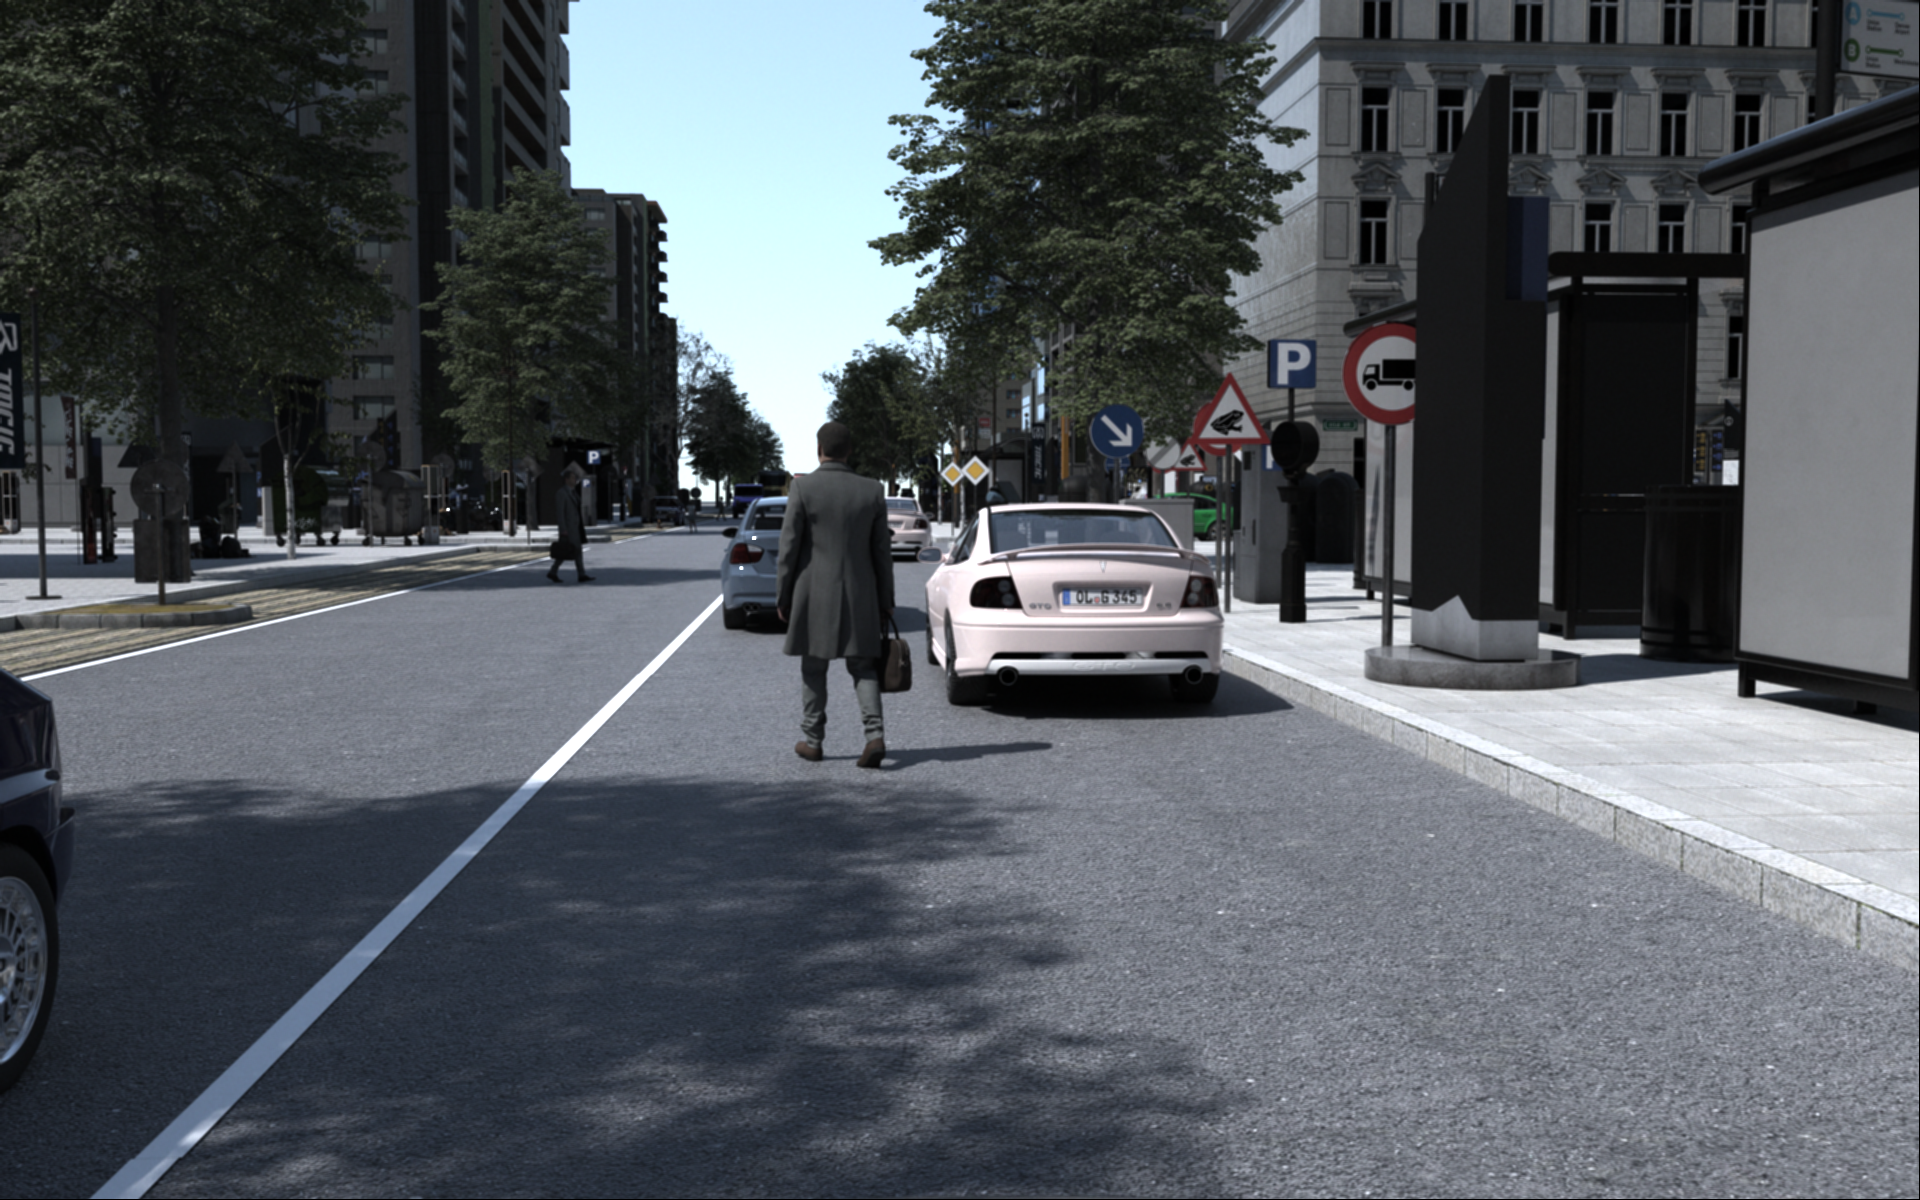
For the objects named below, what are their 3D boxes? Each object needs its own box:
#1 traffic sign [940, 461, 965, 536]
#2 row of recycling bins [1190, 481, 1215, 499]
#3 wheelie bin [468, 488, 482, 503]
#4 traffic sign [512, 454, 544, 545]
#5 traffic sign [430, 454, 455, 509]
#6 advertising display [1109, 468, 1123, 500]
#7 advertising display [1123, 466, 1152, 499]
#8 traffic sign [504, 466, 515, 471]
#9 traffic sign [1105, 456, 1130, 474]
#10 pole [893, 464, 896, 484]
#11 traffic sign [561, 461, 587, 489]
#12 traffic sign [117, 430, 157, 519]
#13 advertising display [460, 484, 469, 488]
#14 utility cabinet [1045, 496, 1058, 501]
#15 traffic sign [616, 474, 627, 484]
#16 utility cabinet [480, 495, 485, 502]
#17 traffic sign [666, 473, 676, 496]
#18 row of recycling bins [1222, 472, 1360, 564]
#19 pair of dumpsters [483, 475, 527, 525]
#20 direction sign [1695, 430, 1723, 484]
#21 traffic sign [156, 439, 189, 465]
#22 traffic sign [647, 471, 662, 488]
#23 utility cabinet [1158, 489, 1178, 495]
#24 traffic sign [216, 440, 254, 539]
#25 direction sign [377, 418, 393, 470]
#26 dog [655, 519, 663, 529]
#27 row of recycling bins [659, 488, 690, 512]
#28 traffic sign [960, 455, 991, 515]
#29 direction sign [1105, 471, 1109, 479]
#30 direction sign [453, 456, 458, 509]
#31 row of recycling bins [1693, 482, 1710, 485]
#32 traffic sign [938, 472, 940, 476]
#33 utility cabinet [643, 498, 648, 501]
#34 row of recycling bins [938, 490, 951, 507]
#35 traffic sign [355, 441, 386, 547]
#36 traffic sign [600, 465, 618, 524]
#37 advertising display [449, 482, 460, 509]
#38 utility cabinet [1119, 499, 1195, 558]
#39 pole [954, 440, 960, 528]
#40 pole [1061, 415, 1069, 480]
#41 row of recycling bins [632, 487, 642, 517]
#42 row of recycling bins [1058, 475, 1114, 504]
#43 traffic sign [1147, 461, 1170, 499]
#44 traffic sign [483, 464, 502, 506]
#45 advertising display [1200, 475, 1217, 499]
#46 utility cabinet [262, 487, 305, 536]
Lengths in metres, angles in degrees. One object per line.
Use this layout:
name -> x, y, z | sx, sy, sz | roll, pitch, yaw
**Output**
traffic sign -> -0.223, -2.996, 52.634 | 0.795, 2.450, 0.064 | 0, 4, -4
row of recycling bins -> 8.935, -2.914, 54.758 | 3.534, 1.692, 1.069 | 0, 4, -4
wheelie bin -> -26.472, -5.269, 94.052 | 0.980, 1.594, 0.693 | -2, 4, -29
traffic sign -> -10.919, -2.457, 43.821 | 0.795, 2.450, 0.064 | 0, 4, -4
traffic sign -> -16.320, -3.334, 54.615 | 0.768, 2.556, 0.104 | 0, 4, -1
advertising display -> 3.880, -2.304, 42.891 | 0.123, 1.923, 0.974 | 1, 4, 22
advertising display -> 4.125, -2.120, 39.874 | 0.123, 1.923, 0.974 | -2, 4, -24
traffic sign -> -20.141, -4.748, 77.735 | 0.768, 2.556, 0.104 | 0, 4, -4
traffic sign -> 4.726, -3.178, 52.060 | 0.768, 2.556, 0.104 | 0, 4, 1
pole -> -4.528, -7.668, 119.222 | 0.158, 3.312, 0.155 | 0, 3, 0
traffic sign -> -11.535, -2.944, 51.783 | 0.795, 2.450, 0.064 | 0, 4, -4
traffic sign -> -16.580, -2.141, 35.007 | 0.884, 2.594, 0.081 | 0, 4, -1
advertising display -> -31.157, -6.293, 108.106 | 0.974, 1.923, 0.123 | -1, 4, -20
utility cabinet -> 3.592, -3.475, 67.976 | 0.306, 1.237, 1.020 | 3, 4, 38
traffic sign -> -20.994, -6.570, 107.518 | 0.768, 2.556, 0.104 | 0, 4, -3
utility cabinet -> -31.554, -6.285, 113.928 | 0.306, 1.237, 1.020 | -2, 4, -32
traffic sign -> -18.088, -6.577, 107.545 | 0.884, 2.594, 0.081 | 0, 4, -2
row of recycling bins -> 6.418, -1.605, 33.357 | 1.069, 1.692, 3.534 | -2, 4, -25
pair of dumpsters -> -18.982, -4.308, 72.924 | 1.574, 2.255, 4.437 | 0, 4, -5
direction sign -> 26.330, -4.218, 60.963 | 0.876, 3.537, 0.379 | 1, 4, 18
traffic sign -> -16.895, -2.265, 37.133 | 0.768, 2.556, 0.104 | 0, 4, 4
traffic sign -> -17.027, -5.900, 96.461 | 0.884, 2.594, 0.081 | 0, 4, 3
utility cabinet -> 9.720, -4.425, 81.034 | 0.318, 1.500, 1.173 | 3, 5, 43
traffic sign -> -17.505, -2.557, 41.810 | 0.884, 2.594, 0.081 | 0, 4, -3
direction sign -> -17.134, -3.651, 51.693 | 0.379, 3.537, 0.876 | 1, 4, 10
dog -> -12.376, -3.099, 70.869 | 0.550, 0.427, 0.748 | 2, 4, 26
row of recycling bins -> -20.212, -7.038, 122.187 | 1.069, 1.692, 3.534 | 1, 4, 21
traffic sign -> 0.393, -2.509, 44.672 | 0.795, 2.450, 0.064 | 0, 4, -4
direction sign -> 8.674, -6.864, 104.221 | 0.379, 3.537, 0.876 | 3, 5, 42
direction sign -> -29.007, -6.588, 99.703 | 0.379, 3.537, 0.876 | 0, 4, -3
row of recycling bins -> 24.188, -3.126, 58.219 | 3.534, 1.692, 1.069 | -3, 4, -37
traffic sign -> -1.341, -5.980, 97.878 | 0.768, 2.556, 0.104 | 0, 4, 5
utility cabinet -> -17.076, -5.253, 94.570 | 0.318, 1.500, 1.173 | 0, 4, 3
row of recycling bins -> -1.145, -6.858, 119.233 | 1.069, 1.692, 3.534 | -1, 4, -18
traffic sign -> -14.221, -2.548, 41.772 | 0.768, 2.556, 0.104 | 0, 4, 5
traffic sign -> -15.283, -4.607, 75.431 | 0.768, 2.556, 0.104 | 0, 4, 3
advertising display -> -27.248, -5.330, 92.357 | 0.123, 1.923, 0.974 | 2, 4, 32
utility cabinet -> 2.752, -0.803, 24.291 | 1.020, 1.237, 0.306 | -1, 4, -13
pole -> -0.115, -4.382, 65.490 | 0.158, 3.312, 0.155 | 0, 3, 0
pole -> 2.645, -3.043, 43.591 | 0.158, 3.312, 0.155 | 0, 3, 0
row of recycling bins -> -18.533, -5.672, 99.853 | 1.069, 1.692, 3.534 | 0, 4, -4
row of recycling bins -> 2.879, -1.934, 38.740 | 1.069, 1.692, 3.534 | 1, 4, 13
traffic sign -> 5.067, -2.654, 43.494 | 0.768, 2.556, 0.104 | 0, 4, 1
traffic sign -> -18.629, -4.213, 68.988 | 0.768, 2.556, 0.104 | 0, 4, 1
advertising display -> 8.666, -3.360, 60.151 | 0.974, 1.923, 0.123 | -3, 5, -43
utility cabinet -> -20.541, -2.686, 52.593 | 1.173, 1.500, 0.318 | -3, 4, -36
